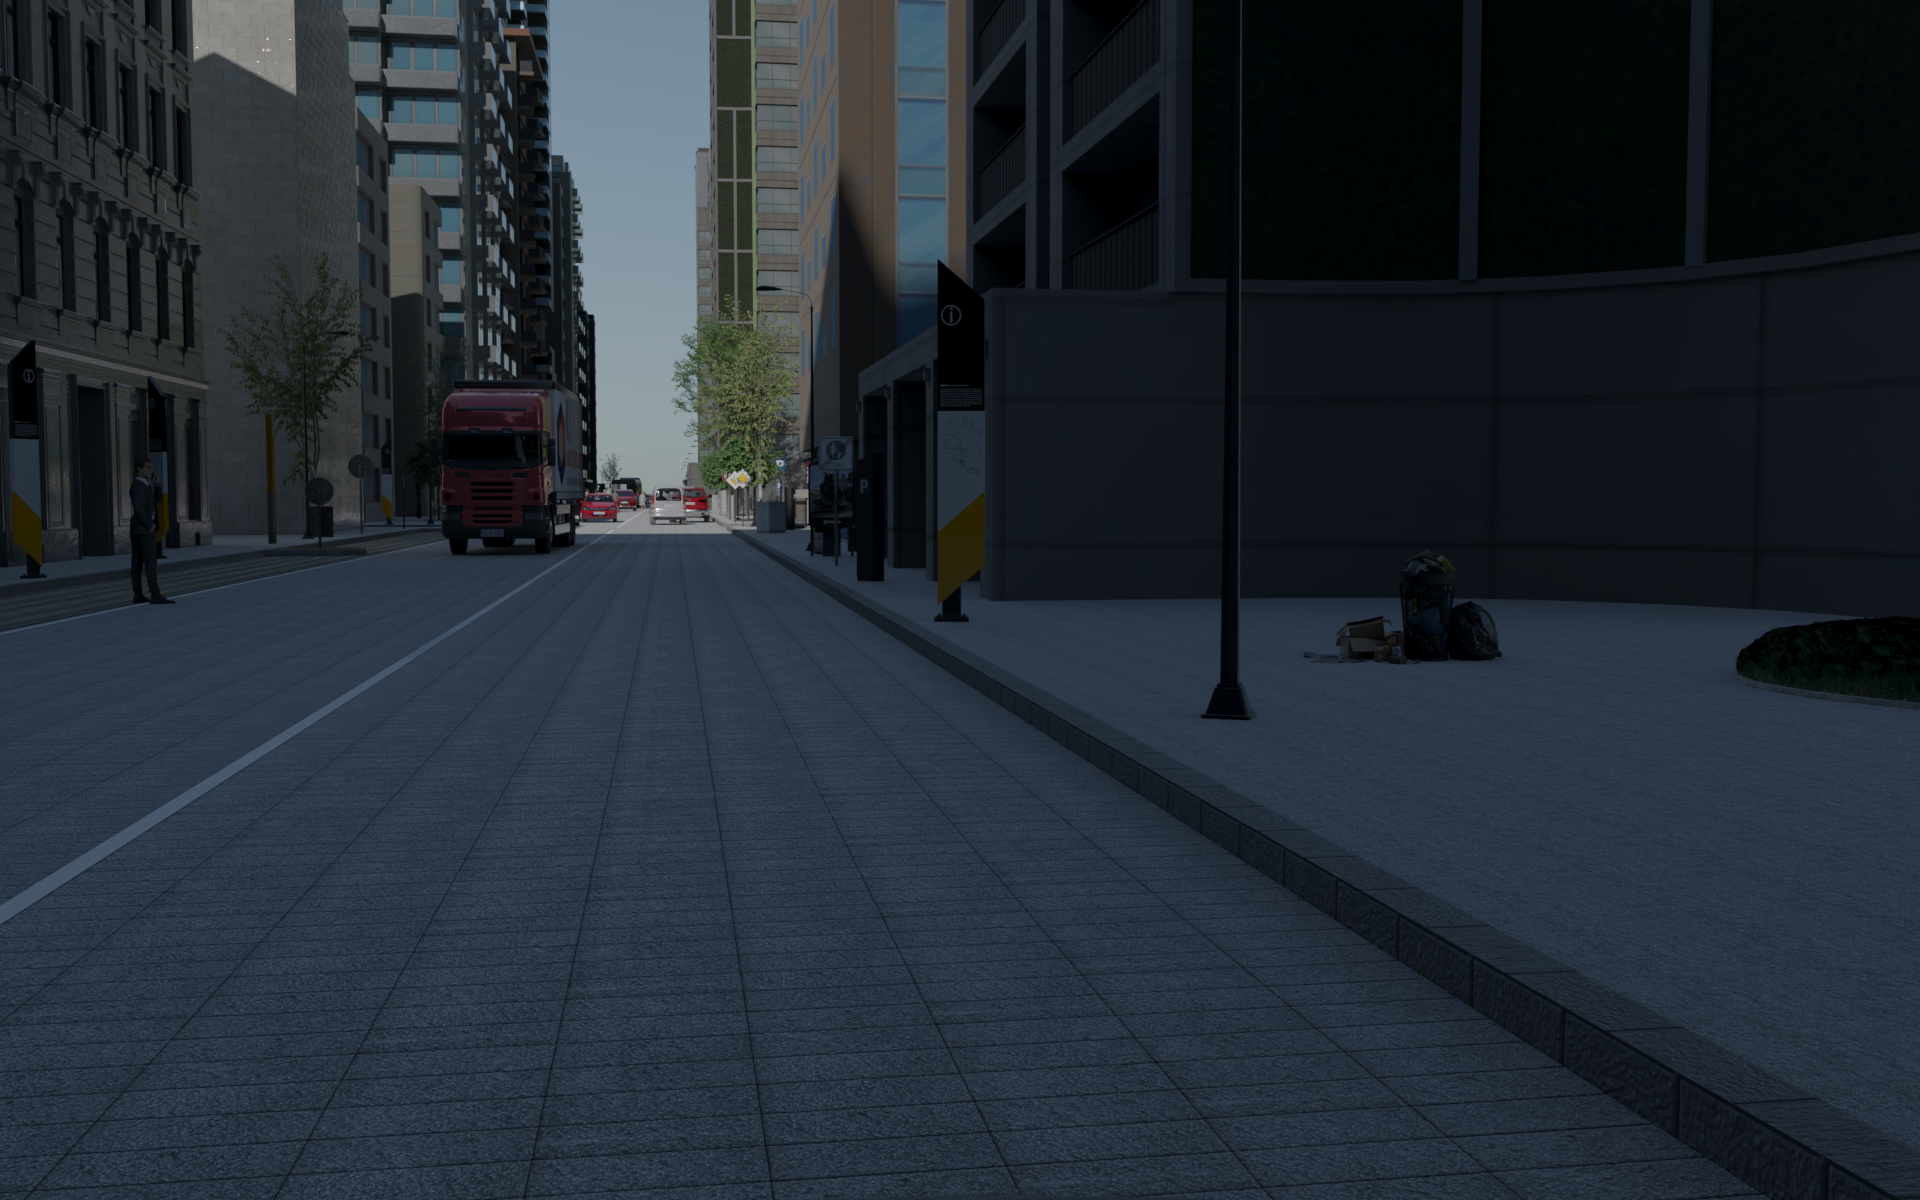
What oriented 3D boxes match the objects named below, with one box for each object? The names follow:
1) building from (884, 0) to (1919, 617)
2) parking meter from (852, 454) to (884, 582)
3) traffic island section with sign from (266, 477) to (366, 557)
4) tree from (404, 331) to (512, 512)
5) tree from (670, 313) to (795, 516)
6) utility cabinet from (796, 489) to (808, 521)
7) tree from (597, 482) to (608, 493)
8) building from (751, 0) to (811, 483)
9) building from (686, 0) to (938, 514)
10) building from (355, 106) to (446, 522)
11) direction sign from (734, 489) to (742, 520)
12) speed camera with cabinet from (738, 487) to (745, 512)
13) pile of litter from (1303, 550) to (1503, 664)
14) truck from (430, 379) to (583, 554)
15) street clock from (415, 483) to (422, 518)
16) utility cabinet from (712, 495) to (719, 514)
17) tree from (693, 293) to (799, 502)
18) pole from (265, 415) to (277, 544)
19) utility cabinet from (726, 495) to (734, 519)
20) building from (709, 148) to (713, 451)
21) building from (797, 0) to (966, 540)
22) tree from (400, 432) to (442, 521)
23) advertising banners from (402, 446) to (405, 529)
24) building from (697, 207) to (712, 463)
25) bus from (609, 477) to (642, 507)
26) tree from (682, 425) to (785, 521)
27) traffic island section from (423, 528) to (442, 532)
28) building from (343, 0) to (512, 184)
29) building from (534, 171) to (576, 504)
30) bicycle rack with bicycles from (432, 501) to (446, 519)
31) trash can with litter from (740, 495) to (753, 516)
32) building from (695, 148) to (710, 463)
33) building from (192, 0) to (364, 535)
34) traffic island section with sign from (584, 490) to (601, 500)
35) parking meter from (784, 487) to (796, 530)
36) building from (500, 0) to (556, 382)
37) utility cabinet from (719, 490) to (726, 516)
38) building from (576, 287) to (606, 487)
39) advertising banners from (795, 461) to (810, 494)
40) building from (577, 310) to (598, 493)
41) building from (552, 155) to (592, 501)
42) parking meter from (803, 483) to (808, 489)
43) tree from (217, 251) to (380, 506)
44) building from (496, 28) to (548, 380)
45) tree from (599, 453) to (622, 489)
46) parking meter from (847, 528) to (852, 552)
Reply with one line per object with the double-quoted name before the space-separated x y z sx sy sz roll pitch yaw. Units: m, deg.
"building" 9.700 -35.869 24.710 20.563 71.187 20.611 -1 4 -9
"parking meter" -1.327 -1.211 25.503 0.399 1.863 0.255 3 5 44
"traffic island section with sign" -15.022 -1.951 40.530 1.989 1.847 2.006 -1 4 -9
"tree" -23.557 -7.891 79.378 4.360 8.622 3.978 0 3 0
"tree" -13.152 -10.676 100.313 9.928 11.665 9.643 0 3 0
"utility cabinet" -7.363 -4.481 81.949 0.318 1.500 1.173 -2 4 -32
"tree" -56.122 -16.985 272.312 1.663 3.219 1.824 0 3 0
"building" -6.727 -26.344 114.323 14.154 41.232 14.086 -1 4 -9
"building" -11.683 -42.812 138.234 20.563 71.187 20.611 -1 4 -9
"building" -42.824 -14.950 89.466 27.650 21.520 28.899 -1 4 -9
"direction sign" -10.945 -5.706 85.290 0.379 3.537 0.876 -2 4 -35
"speed camera with cabinet" -15.439 -7.766 121.308 0.660 3.252 2.038 0 4 -4
"pile of litter" 3.489 0.023 13.594 1.719 0.858 1.176 0 4 -3
"truck" -11.463 -3.419 44.810 2.839 4.237 11.283 0 4 -8
"street clock" -28.517 -5.300 91.225 0.358 2.002 0.471 -2 4 -30
"utility cabinet" -15.839 -6.303 114.216 1.020 1.237 0.306 0 4 -7
"tree" -7.442 -6.861 62.541 4.737 8.622 4.395 0 3 0
"pole" -17.754 -3.106 44.629 0.158 3.312 0.155 0 3 0
"utility cabinet" -12.006 -4.849 90.445 0.306 1.237 1.020 -1 4 -13
"building" -19.849 -36.112 214.133 21.300 48.544 21.600 -1 4 -9
"building" 2.520 -24.573 51.888 14.600 45.320 14.200 -1 4 -9
"tree" -25.494 -6.159 84.416 4.285 4.588 4.351 0 3 0
"advertising banners" -20.364 -4.109 63.369 0.090 3.025 2.074 -1 4 -20
"building" -30.648 -34.599 249.287 14.154 41.232 14.086 -1 4 -9
"bus" -35.945 -11.748 186.933 2.948 3.499 13.247 0 4 -8
"tree" -10.116 -6.026 82.239 4.285 4.588 4.351 0 3 0
"traffic island section" -19.279 -2.682 66.138 2.009 0.180 2.903 -1 4 -9
"building" -44.758 -30.998 126.430 23.786 49.044 30.456 -1 4 -9
"building" -54.898 -32.353 212.565 14.154 41.232 14.086 -1 4 -9
"bicycle rack with bicycles" -25.646 -4.608 88.726 2.852 0.926 2.925 -2 4 -31
"trash can with litter" -12.761 -5.693 104.146 1.678 1.210 2.233 -3 4 -39
"building" -34.148 -46.025 294.505 21.231 58.520 28.212 -1 4 -9
"building" -29.739 -12.411 57.674 16.860 20.320 10.420 -1 4 -9
"traffic island section with sign" -37.067 -10.025 172.539 1.989 1.847 2.006 -1 4 -9
"parking meter" -6.070 -3.262 61.750 0.372 1.533 0.369 0 3 0
"building" -54.604 -53.536 187.992 22.319 86.520 31.000 -1 4 -9
"utility cabinet" -13.981 -5.706 101.964 0.318 1.500 1.173 -1 4 -14
"building" -74.885 -36.203 283.806 32.217 40.220 23.993 -1 4 -9
"advertising banners" -8.483 -5.849 91.811 0.090 3.025 2.074 2 4 33
"building" -63.454 -30.277 266.730 14.160 30.474 14.107 -1 4 -9
"building" -64.463 -38.155 243.448 23.786 49.044 30.456 -1 4 -9
"parking meter" -7.834 -5.033 87.997 0.255 1.863 0.399 0 4 -8
"tree" -19.622 -6.203 51.775 4.737 8.622 4.395 0 3 0
"building" -49.995 -30.894 159.743 22.147 44.769 28.867 -1 4 -9
"tree" -61.096 -21.577 303.143 4.737 8.622 4.395 0 3 0
"parking meter" -2.367 -2.010 38.570 0.255 1.863 0.399 -1 4 -10
